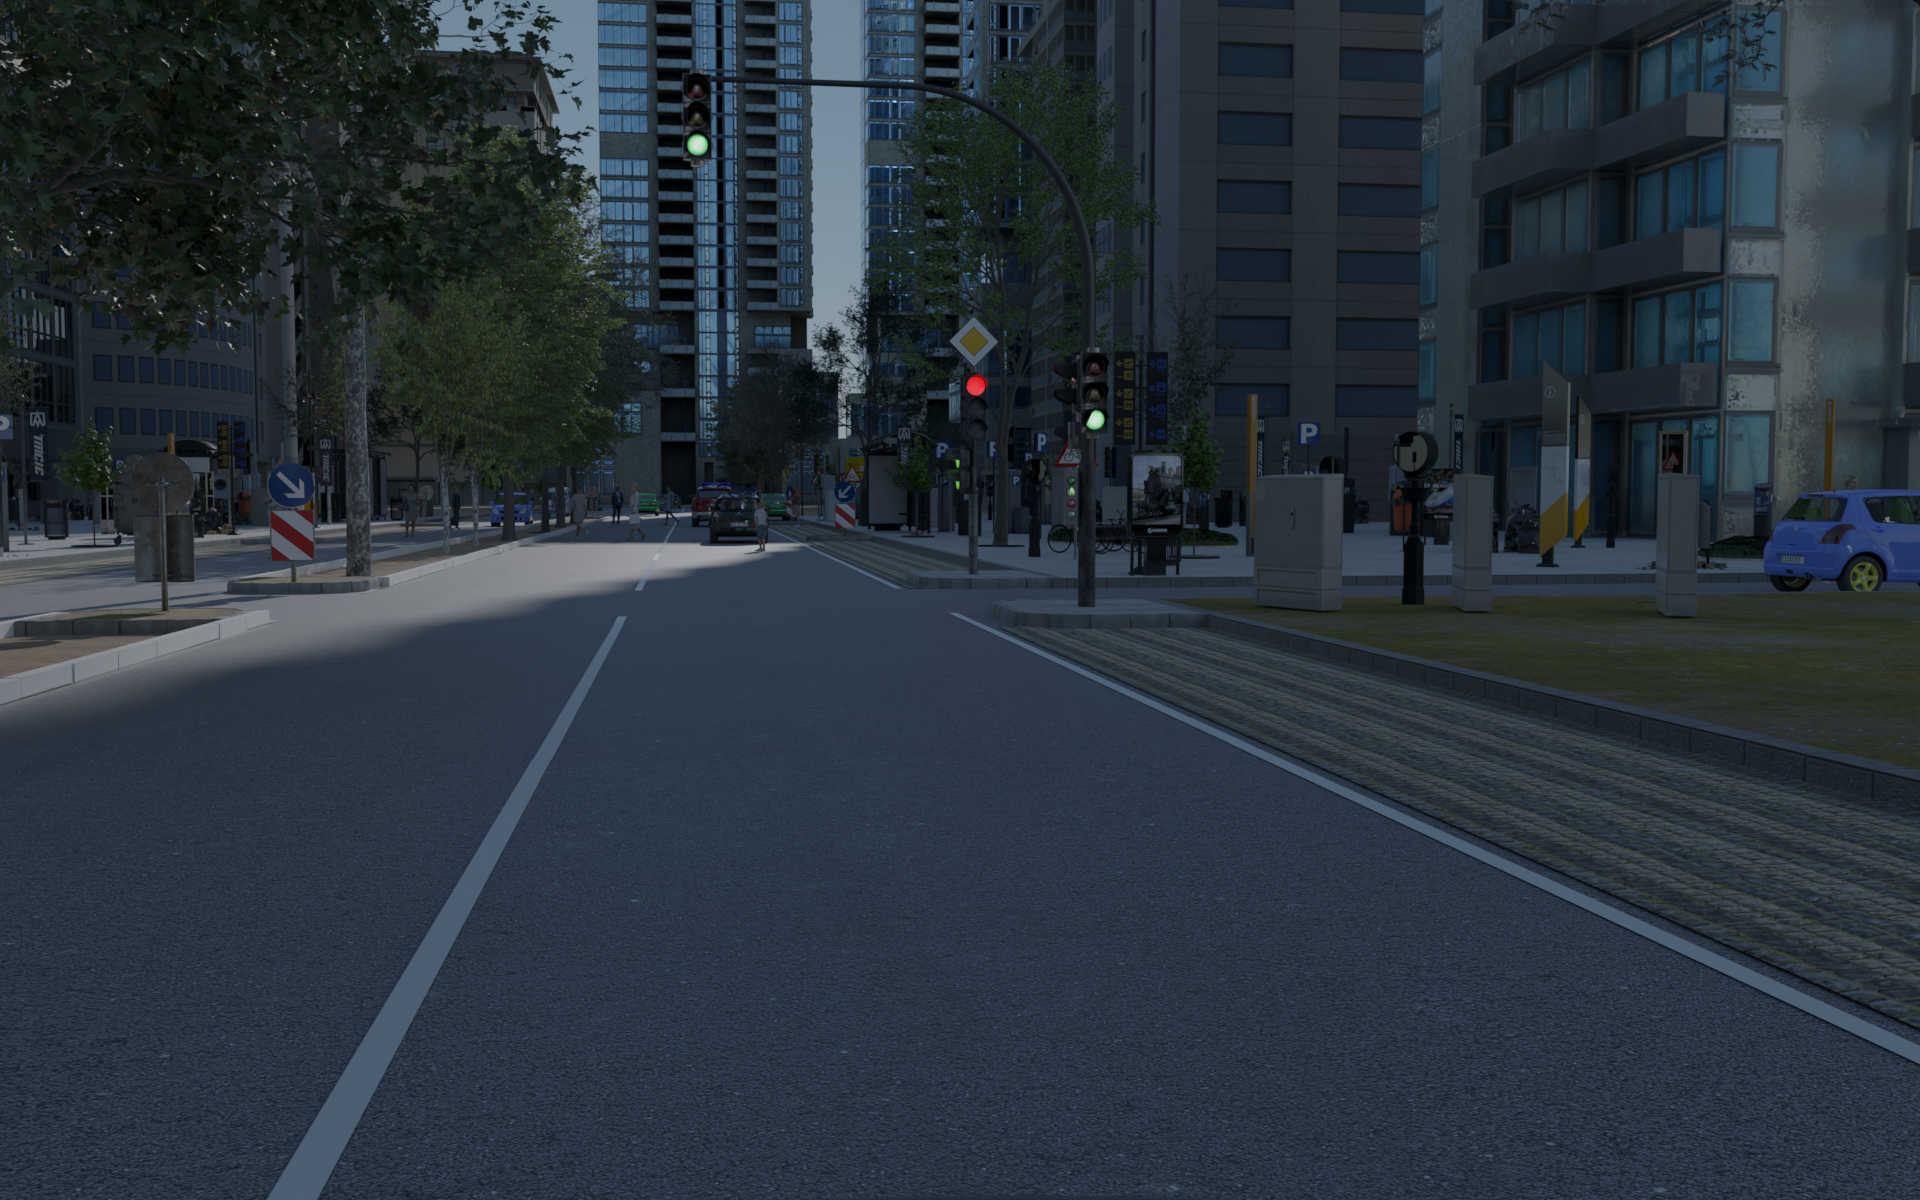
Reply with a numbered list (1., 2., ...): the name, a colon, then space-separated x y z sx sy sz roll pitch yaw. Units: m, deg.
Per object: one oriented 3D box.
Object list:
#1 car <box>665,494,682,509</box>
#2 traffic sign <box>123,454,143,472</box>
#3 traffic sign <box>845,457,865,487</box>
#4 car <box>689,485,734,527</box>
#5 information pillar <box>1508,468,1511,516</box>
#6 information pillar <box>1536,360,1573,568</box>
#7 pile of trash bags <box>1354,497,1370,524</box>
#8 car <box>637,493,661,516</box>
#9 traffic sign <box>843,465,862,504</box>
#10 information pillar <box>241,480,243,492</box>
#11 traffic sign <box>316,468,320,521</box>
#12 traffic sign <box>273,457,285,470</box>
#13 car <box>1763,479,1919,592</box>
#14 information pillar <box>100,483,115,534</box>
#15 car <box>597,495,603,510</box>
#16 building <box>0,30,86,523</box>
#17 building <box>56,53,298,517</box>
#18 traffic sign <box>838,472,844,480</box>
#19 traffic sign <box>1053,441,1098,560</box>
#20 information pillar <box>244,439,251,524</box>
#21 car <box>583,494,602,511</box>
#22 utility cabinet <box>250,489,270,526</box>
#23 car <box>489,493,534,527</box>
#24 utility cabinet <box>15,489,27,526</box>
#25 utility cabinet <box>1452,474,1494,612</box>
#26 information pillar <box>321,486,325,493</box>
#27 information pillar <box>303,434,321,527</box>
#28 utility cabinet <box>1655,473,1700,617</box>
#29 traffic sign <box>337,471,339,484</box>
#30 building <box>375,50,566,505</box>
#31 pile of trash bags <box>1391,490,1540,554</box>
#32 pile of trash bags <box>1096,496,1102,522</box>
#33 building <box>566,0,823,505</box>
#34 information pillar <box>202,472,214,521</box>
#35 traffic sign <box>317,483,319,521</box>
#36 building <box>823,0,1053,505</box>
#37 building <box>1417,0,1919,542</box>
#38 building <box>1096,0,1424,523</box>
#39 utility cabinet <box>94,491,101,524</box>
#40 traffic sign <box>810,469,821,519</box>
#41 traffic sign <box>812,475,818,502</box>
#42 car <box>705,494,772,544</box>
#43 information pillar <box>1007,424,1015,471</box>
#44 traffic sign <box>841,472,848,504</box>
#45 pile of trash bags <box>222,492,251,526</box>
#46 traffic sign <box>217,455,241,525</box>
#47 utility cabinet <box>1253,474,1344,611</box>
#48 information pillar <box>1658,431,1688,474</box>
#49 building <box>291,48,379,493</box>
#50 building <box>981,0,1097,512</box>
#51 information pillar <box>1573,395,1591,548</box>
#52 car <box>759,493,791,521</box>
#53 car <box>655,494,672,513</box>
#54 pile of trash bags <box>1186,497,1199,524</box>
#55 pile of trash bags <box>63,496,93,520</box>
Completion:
1. car: -28.521 -9.743 171.094 2.131 1.459 4.920 0 4 -8
2. traffic sign: -26.369 -3.380 55.366 0.768 2.556 0.104 0 4 -2
3. traffic sign: -5.119 -6.134 94.157 2.265 3.308 0.079 0 4 -6
4. car: -10.932 -4.193 77.224 2.281 1.827 5.304 -1 4 -8
5. information pillar: 15.549 -2.696 48.568 0.304 2.012 0.304 1 4 10
6. information pillar: 10.378 -2.379 30.251 0.183 3.616 0.504 -3 5 -43
7. pile of trash bags: 16.728 -3.981 74.840 1.912 1.369 3.447 1 4 13
8. car: -20.606 -6.399 113.423 1.959 1.807 4.718 -1 4 -9
9. traffic sign: -4.758 -4.675 76.442 0.884 2.594 0.081 0 4 -8
10. information pillar: -37.515 -5.278 90.789 0.304 2.012 0.304 -2 4 -24
11. traffic sign: -30.545 -5.022 82.208 0.768 2.556 0.104 0 4 -1
12. traffic sign: -23.762 -3.710 60.666 0.884 2.594 0.081 0 4 -8
13. car: 13.448 -0.920 24.626 3.694 1.707 1.945 -1 4 -11
14. information pillar: -27.264 -3.112 55.378 0.304 2.012 0.304 1 4 19
15. car: -34.032 -9.048 160.513 1.945 1.354 3.894 -1 4 -10
16. building: -46.424 -16.840 68.841 14.314 27.812 24.014 -1 4 -9
17. building: -56.088 -34.629 108.191 21.231 58.520 28.212 -1 4 -9
18. traffic sign: -6.712 -6.165 100.903 0.768 2.556 0.104 0 4 -7
19. traffic sign: 2.249 -2.062 33.724 0.884 2.594 0.081 0 4 -4
20. information pillar: -30.210 -5.021 73.443 0.504 3.616 0.183 3 5 42
21. car: -31.665 -8.329 147.975 2.131 1.459 4.920 0 4 -8
22. utility cabinet: -27.689 -3.693 69.060 1.173 1.500 0.318 1 4 18
23. car: -20.098 -4.167 77.715 1.945 1.707 3.694 -1 4 -10
24. utility cabinet: -37.704 -3.722 69.528 0.318 1.500 1.173 -2 4 -34
25. utility cabinet: 5.677 -0.641 19.167 0.318 1.500 1.173 1 4 10
26. information pillar: -34.585 -6.257 93.654 0.183 3.616 0.504 2 4 28
27. information pillar: -25.277 -4.648 67.352 0.504 3.616 0.183 1 4 13
28. utility cabinet: 7.618 -0.593 18.381 0.318 1.500 1.173 1 4 17
29. traffic sign: -33.226 -5.689 93.115 0.768 2.556 0.104 0 3 0
30. building: -60.274 -37.750 206.444 27.495 52.752 28.713 -1 4 -9
31. pile of trash bags: 11.280 -1.745 38.282 3.447 1.369 1.912 1 4 20
32. pile of trash bags: 6.851 -4.287 79.849 1.912 1.369 3.447 2 4 28
33. building: -30.878 -54.680 206.684 31.000 86.520 22.319 -1 4 -9
34. information pillar: -24.708 -3.202 56.851 0.304 2.012 0.304 2 4 26
35. traffic sign: -31.067 -5.117 83.770 0.768 2.556 0.104 0 4 -2
36. building: -0.169 -54.940 210.942 31.000 86.520 22.319 -1 4 -9
37. building: 31.113 -26.653 55.381 30.456 49.044 23.786 -1 4 -9
38. building: 17.907 -33.584 91.091 21.231 58.520 28.212 -1 4 -9
39. utility cabinet: -36.833 -4.029 74.546 0.318 1.500 1.173 0 4 6
40. traffic sign: -7.294 -5.478 89.561 0.884 2.594 0.081 0 4 -8
41. traffic sign: -8.397 -6.264 102.524 0.768 2.556 0.104 0 4 -5
42. car: -6.599 -2.558 51.615 2.009 1.686 4.222 0 4 -8
43. information pillar: 1.676 -4.094 58.283 0.183 3.616 0.504 -3 5 -42
44. traffic sign: -6.232 -5.882 96.270 0.768 2.556 0.104 0 4 -2
45. pile of trash bags: -29.866 -3.733 70.783 3.447 1.369 1.912 3 5 42
46. traffic sign: -24.004 -3.472 56.872 0.768 2.556 0.104 0 4 -6
47. utility cabinet: 3.738 -0.646 19.243 0.318 1.500 1.173 -2 4 -28
48. information pillar: 8.349 -0.968 20.321 0.304 2.012 0.304 2 4 25
49. building: -62.124 -31.927 145.705 21.600 48.544 21.300 -1 4 -9
50. building: 18.375 -26.511 125.328 32.217 40.220 23.993 -1 4 -9
51. information pillar: 14.803 -3.050 41.228 0.504 3.616 0.183 -2 4 -35
52. car: -10.112 -5.166 93.266 1.959 1.807 4.718 -1 4 -10
53. car: -22.729 -7.301 131.371 2.014 1.417 4.499 -1 4 -10
54. pile of trash bags: 9.195 -3.884 73.262 1.912 1.369 3.447 2 4 25
55. pile of trash bags: -43.512 -4.586 84.728 3.447 1.369 1.912 -1 4 -21
